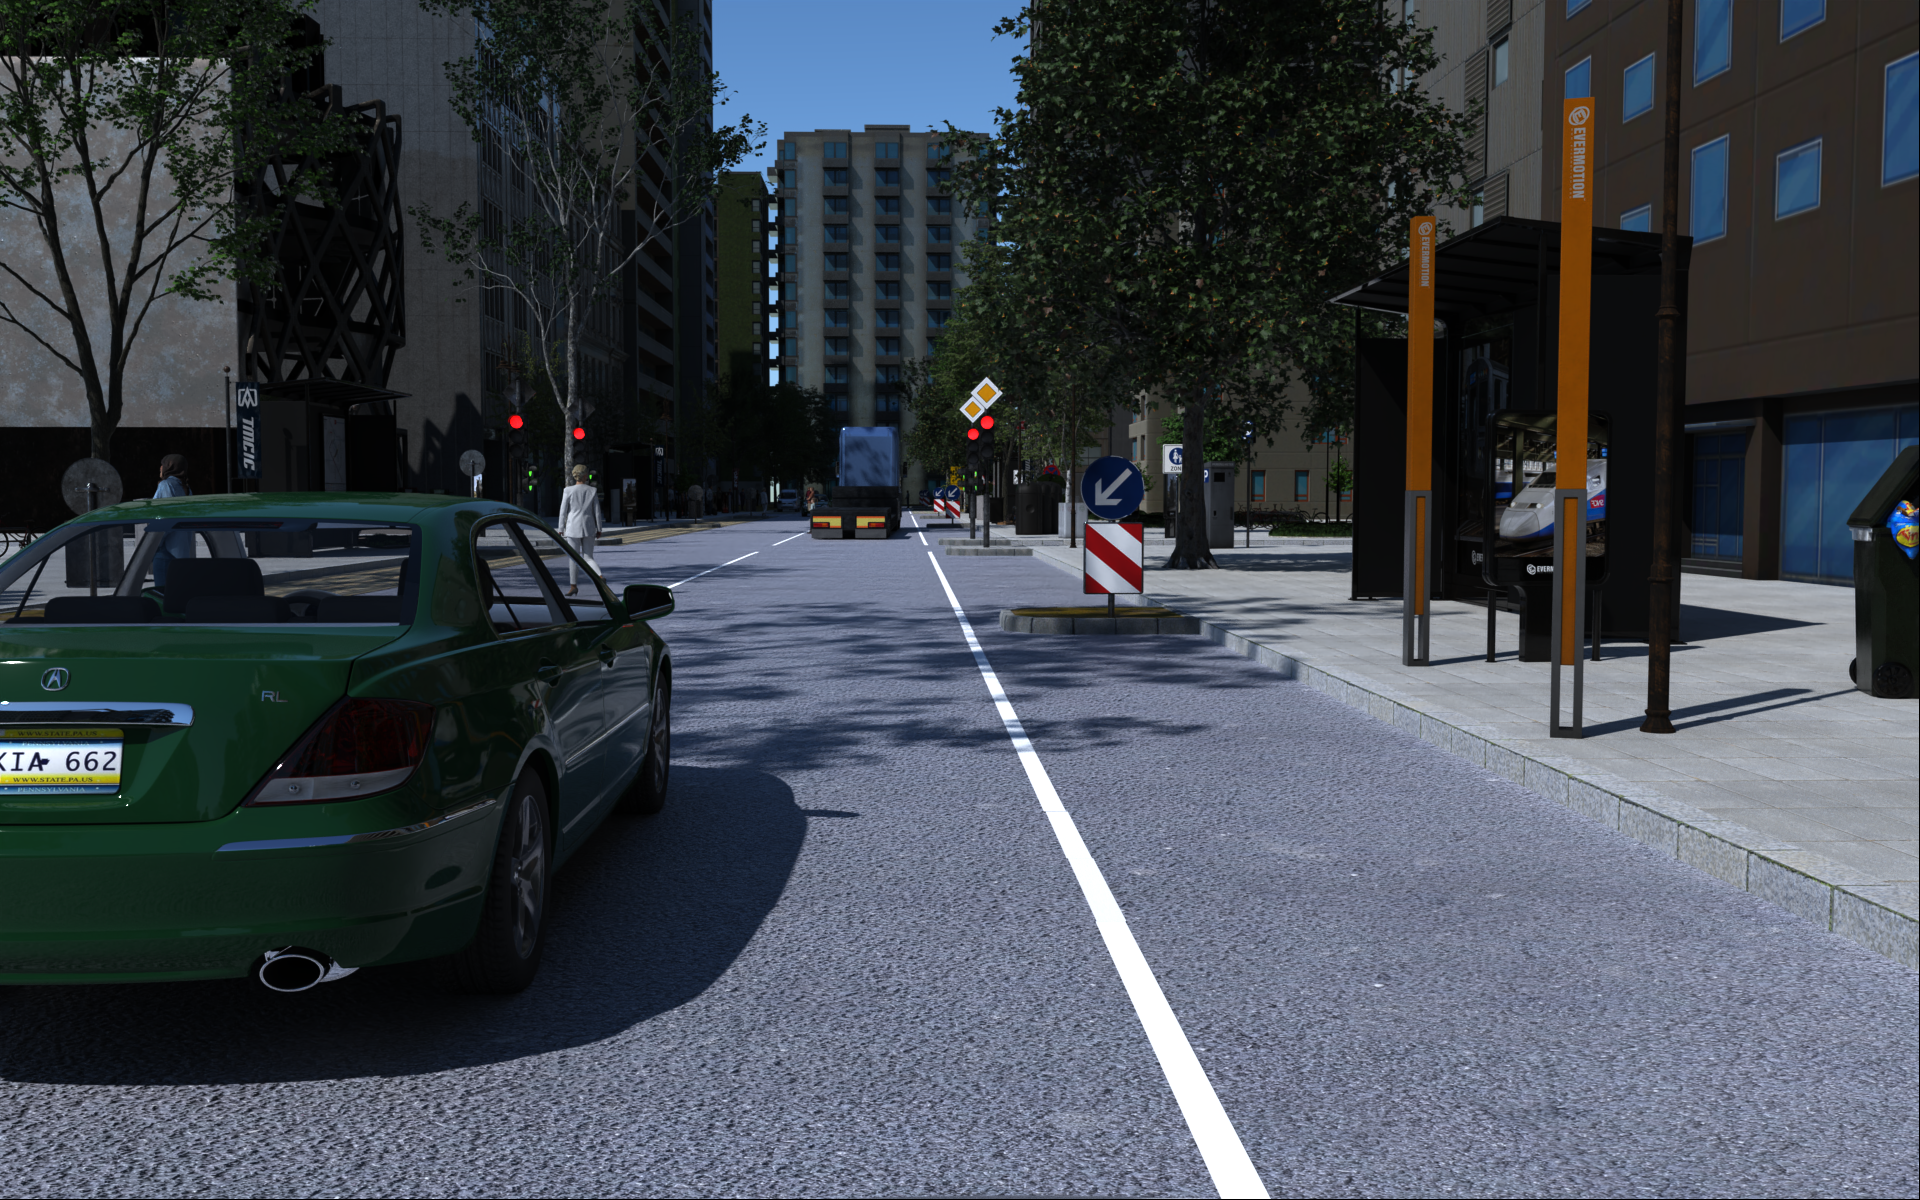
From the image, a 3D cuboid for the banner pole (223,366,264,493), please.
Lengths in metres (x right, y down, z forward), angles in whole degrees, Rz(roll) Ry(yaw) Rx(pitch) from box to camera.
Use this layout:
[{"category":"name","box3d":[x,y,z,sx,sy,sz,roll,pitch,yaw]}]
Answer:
[{"category":"banner pole","box3d":[-14.114,-2.691,34.009,0.863,3.779,0.401,0,4,-2]}]

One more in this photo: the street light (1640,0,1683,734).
[{"category":"street light","box3d":[3.769,-2.226,9.179,0.468,5.910,1.993,0,4,-2]}]

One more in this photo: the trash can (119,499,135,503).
[{"category":"trash can","box3d":[-24.240,-2.373,50.451,0.748,1.137,0.748,0,3,0]}]

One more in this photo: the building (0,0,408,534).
[{"category":"building","box3d":[-29.728,-12.027,64.094,16.820,18.784,16.811,0,4,-2]}]

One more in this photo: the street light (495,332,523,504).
[{"category":"street light","box3d":[-12.866,-4.696,49.570,0.468,5.910,1.993,0,4,-2]}]

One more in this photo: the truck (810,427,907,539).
[{"category":"truck","box3d":[-3.578,-4.511,63.507,2.967,4.110,18.799,0,4,-1]}]

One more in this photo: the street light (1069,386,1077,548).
[{"category":"street light","box3d":[2.702,-4.182,41.169,0.468,5.910,1.993,0,4,-2]}]

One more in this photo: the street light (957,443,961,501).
[{"category":"street light","box3d":[-0.149,-9.257,124.147,0.468,5.910,1.993,0,4,-2]}]

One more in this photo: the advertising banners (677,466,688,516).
[{"category":"advertising banners","box3d":[-15.928,-6.310,99.352,0.090,3.025,2.074,0,4,8]}]

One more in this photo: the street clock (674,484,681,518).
[{"category":"street clock","box3d":[-15.169,-5.430,93.345,0.471,2.002,0.358,3,4,37]}]

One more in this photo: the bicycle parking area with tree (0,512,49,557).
[{"category":"bicycle parking area with tree","box3d":[-23.022,-2.798,32.743,8.231,4.147,9.016,2,4,31]}]

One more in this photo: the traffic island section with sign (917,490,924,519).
[{"category":"traffic island section with sign","box3d":[-1.358,-5.657,101.120,1.989,1.847,2.006,0,4,-2]}]

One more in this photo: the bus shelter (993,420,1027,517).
[{"category":"bus shelter","box3d":[2.688,-6.956,91.359,2.179,5.291,8.768,0,4,-2]}]

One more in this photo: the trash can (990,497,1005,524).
[{"category":"trash can","box3d":[1.591,-3.891,75.268,0.748,1.137,0.748,0,3,0]}]

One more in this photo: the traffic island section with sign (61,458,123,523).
[{"category":"traffic island section with sign","box3d":[-9.382,-0.589,18.265,1.989,1.847,2.006,0,4,-2]}]

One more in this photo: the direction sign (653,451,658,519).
[{"category":"direction sign","box3d":[-16.027,-6.029,90.573,0.379,3.537,0.876,0,4,1]}]

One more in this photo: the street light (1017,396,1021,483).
[{"category":"street light","box3d":[2.059,-5.300,59.445,0.468,5.910,1.993,0,4,-2]}]

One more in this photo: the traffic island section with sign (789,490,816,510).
[{"category":"traffic island section with sign","box3d":[-13.883,-8.720,151.206,1.989,1.847,2.006,0,4,-2]}]

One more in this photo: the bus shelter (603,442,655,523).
[{"category":"bus shelter","box3d":[-15.292,-5.478,80.846,1.731,3.624,6.357,0,4,-2]}]

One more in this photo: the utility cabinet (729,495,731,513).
[{"category":"utility cabinet","box3d":[-15.854,-6.588,118.875,0.306,1.237,1.020,-1,4,-9]}]

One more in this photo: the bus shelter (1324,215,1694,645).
[{"category":"bus shelter","box3d":[5.316,-1.621,17.780,1.731,3.624,6.357,0,4,-2]}]

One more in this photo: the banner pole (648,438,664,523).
[{"category":"banner pole","box3d":[-13.578,-5.350,77.494,0.863,3.779,0.401,1,4,20]}]

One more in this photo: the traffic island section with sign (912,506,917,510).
[{"category":"traffic island section with sign","box3d":[-3.093,-8.779,152.165,1.989,1.847,2.006,0,4,-2]}]

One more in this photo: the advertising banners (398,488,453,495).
[{"category":"advertising banners","box3d":[-13.259,-2.778,41.615,2.074,3.025,0.090,-1,4,-12]}]

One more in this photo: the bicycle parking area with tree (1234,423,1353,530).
[{"category":"bicycle parking area with tree","box3d":[13.966,-4.718,64.143,9.016,4.147,8.231,1,4,21]}]

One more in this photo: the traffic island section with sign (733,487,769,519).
[{"category":"traffic island section with sign","box3d":[-12.194,-5.674,101.392,1.989,1.847,2.006,0,4,-2]}]

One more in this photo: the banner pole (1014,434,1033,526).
[{"category":"banner pole","box3d":[2.614,-4.928,70.595,0.863,3.779,0.401,-1,4,-19]}]

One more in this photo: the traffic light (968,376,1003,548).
[{"category":"traffic light","box3d":[0.617,-3.216,41.499,0.839,4.253,0.868,0,4,-2]}]

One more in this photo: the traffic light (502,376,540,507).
[{"category":"traffic light","box3d":[-10.437,-3.192,41.110,0.839,4.253,0.868,0,4,-2]}]

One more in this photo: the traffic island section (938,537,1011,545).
[{"category":"traffic island section","box3d":[0.387,-1.671,49.595,2.009,0.180,2.903,0,4,-2]}]

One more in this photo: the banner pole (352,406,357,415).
[{"category":"banner pole","box3d":[-17.312,-3.620,49.197,0.863,3.779,0.401,2,4,30]}]

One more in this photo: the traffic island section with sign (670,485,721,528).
[{"category":"traffic island section with sign","box3d":[-11.250,-3.988,73.824,1.989,1.847,2.006,0,4,-2]}]

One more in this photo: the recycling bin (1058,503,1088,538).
[{"category":"recycling bin","box3d":[3.296,-2.315,50.407,0.722,1.027,0.722,-1,4,-12]}]

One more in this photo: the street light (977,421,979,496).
[{"category":"street light","box3d":[0.942,-7.301,92.157,0.468,5.910,1.993,0,4,-2]}]

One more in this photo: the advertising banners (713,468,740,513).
[{"category":"advertising banners","box3d":[-15.733,-7.312,115.732,2.074,3.025,0.090,-1,4,-17]}]

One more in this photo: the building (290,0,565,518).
[{"category":"building","box3d":[-28.238,-16.542,88.490,12.078,24.808,19.932,0,4,-2]}]

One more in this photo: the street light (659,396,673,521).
[{"category":"street light","box3d":[-13.855,-6.674,81.900,0.468,5.910,1.993,0,4,-2]}]

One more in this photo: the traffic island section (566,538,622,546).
[{"category":"traffic island section","box3d":[-10.748,-1.648,49.224,2.009,0.180,2.903,0,4,-2]}]

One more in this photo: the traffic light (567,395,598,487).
[{"category":"traffic light","box3d":[-10.708,-3.680,49.090,0.839,4.253,0.868,0,4,-2]}]

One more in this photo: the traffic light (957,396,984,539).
[{"category":"traffic light","box3d":[0.347,-3.704,49.480,0.839,4.253,0.868,0,4,-2]}]

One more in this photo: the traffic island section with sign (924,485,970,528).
[{"category":"traffic island section with sign","box3d":[-0.440,-4.009,74.180,1.989,1.847,2.006,0,4,-2]}]

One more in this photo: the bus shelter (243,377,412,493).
[{"category":"bus shelter","box3d":[-13.659,-2.845,37.801,1.731,3.624,6.357,0,4,-2]}]

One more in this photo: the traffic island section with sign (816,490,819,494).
[{"category":"traffic island section with sign","box3d":[-14.824,-10.415,178.906,1.989,1.847,2.006,0,4,-2]}]

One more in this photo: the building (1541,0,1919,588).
[{"category":"building","box3d":[18.493,-22.993,26.052,14.600,45.320,14.200,0,4,-2]}]

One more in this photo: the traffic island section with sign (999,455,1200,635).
[{"category":"traffic island section with sign","box3d":[1.442,-0.611,18.621,1.989,1.847,2.006,0,4,-2]}]

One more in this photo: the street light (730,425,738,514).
[{"category":"street light","box3d":[-14.935,-8.646,114.157,0.468,5.910,1.993,0,4,-2]}]

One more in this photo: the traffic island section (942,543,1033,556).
[{"category":"traffic island section","box3d":[0.658,-1.182,41.615,2.009,0.180,2.903,0,4,-2]}]
